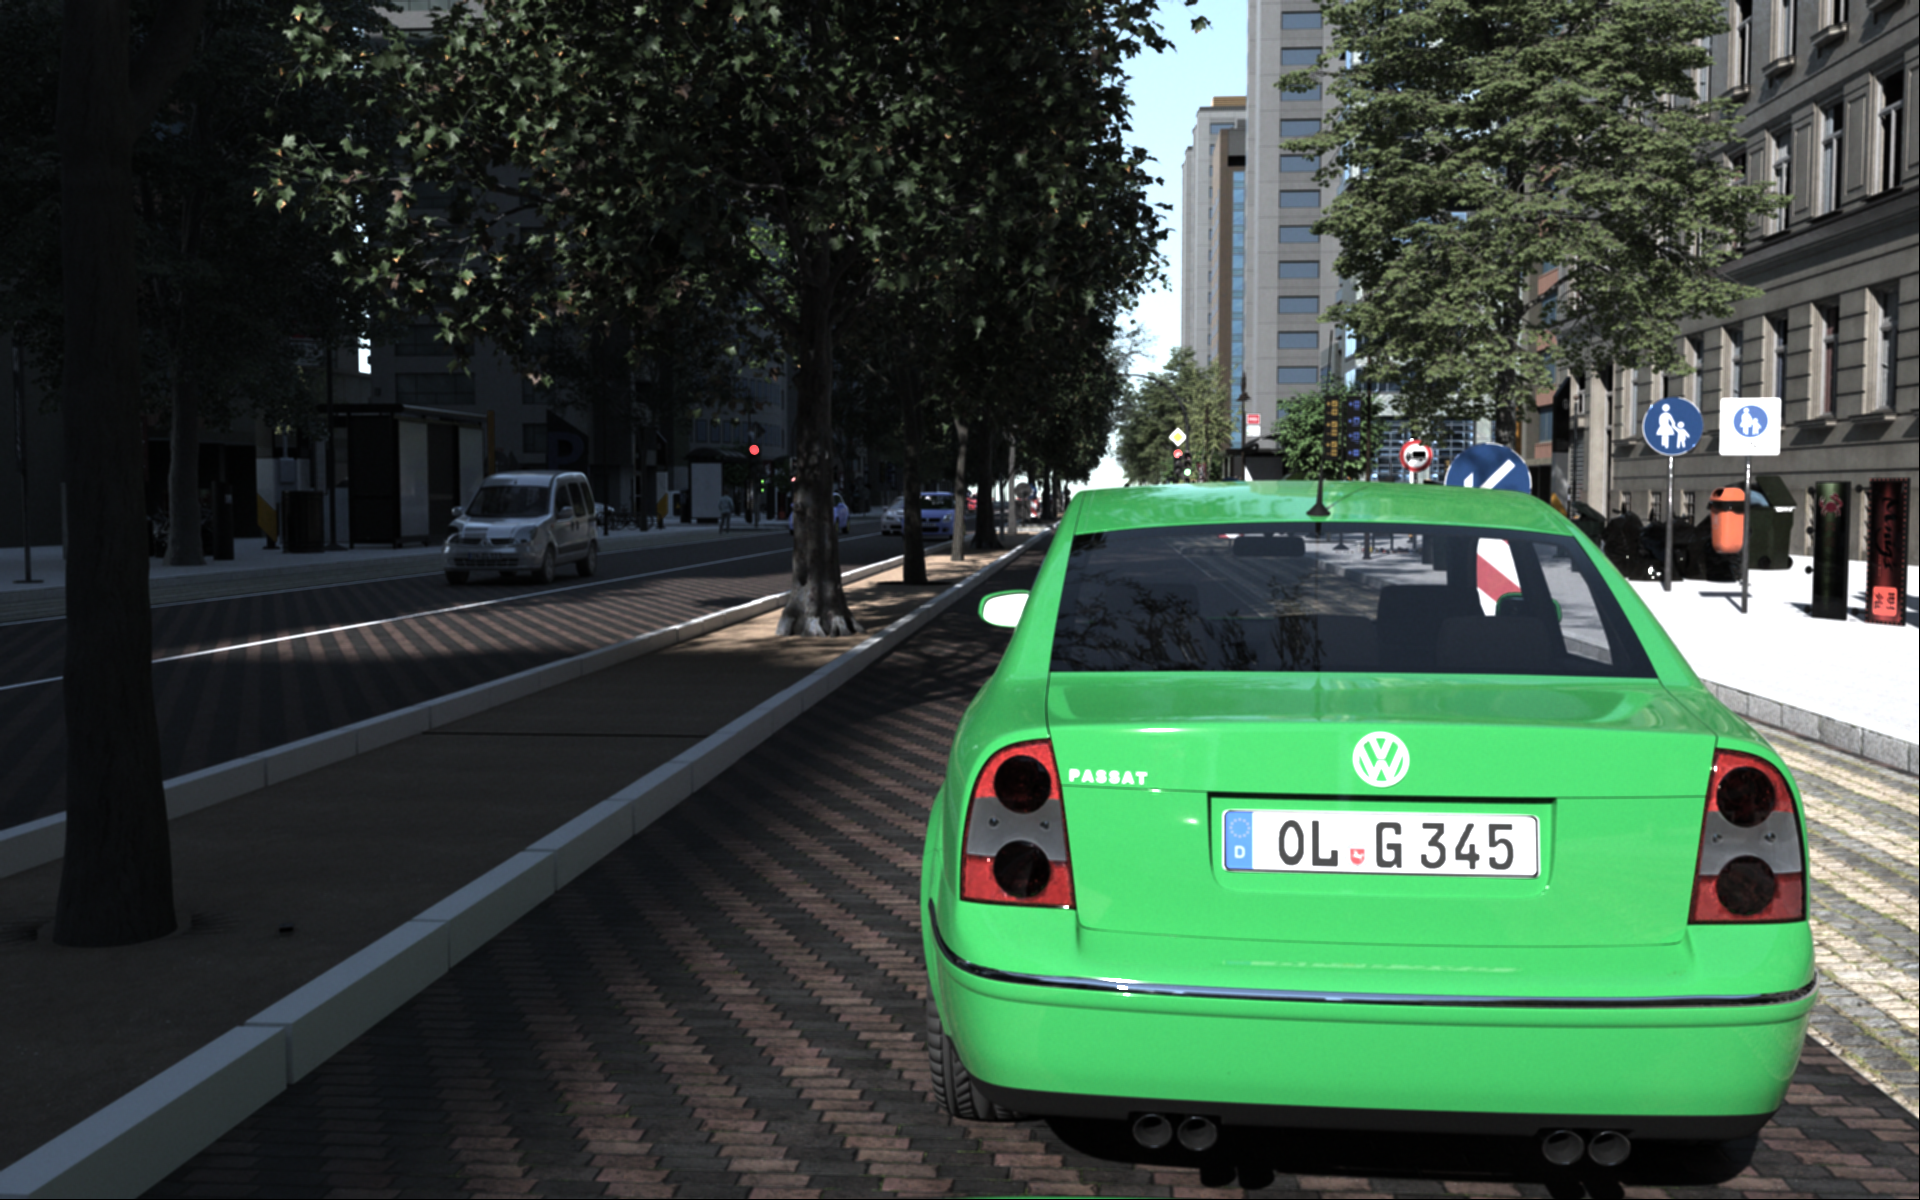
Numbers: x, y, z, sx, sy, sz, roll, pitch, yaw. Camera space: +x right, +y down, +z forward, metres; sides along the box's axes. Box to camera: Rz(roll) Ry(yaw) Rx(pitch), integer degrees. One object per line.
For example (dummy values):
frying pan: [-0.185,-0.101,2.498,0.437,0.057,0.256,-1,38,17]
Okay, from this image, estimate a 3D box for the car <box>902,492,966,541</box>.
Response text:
car: [-0.801,-2.723,54.118,1.945,1.707,3.694,0,4,6]

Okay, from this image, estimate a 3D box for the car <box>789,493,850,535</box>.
car: [-5.009,-3.192,61.781,1.945,1.707,3.694,0,4,6]

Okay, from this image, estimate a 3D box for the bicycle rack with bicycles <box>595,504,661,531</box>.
bicycle rack with bicycles: [-12.040,-2.966,61.880,2.925,0.926,2.852,-2,4,-29]

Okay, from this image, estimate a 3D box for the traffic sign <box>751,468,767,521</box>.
traffic sign: [-9.399,-4.948,81.006,0.768,2.556,0.104,1,4,10]

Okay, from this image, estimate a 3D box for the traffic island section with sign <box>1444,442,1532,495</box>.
traffic island section with sign: [4.027,-0.337,14.142,1.989,1.847,2.006,0,4,5]

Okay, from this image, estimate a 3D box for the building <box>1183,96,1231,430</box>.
building: [45.659,-44.080,262.707,21.231,58.520,28.212,0,4,5]

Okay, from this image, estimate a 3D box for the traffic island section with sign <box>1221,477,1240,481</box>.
traffic island section with sign: [6.244,-1.981,41.011,1.989,1.847,2.006,0,4,5]

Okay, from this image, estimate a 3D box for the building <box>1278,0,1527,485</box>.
building: [36.840,-49.894,128.431,22.319,86.520,31.000,0,4,5]

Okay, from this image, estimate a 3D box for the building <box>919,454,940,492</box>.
building: [-10.602,-29.232,249.642,14.160,30.474,14.107,0,4,5]

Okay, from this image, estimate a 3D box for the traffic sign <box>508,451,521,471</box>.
traffic sign: [-13.457,-3.179,51.980,0.884,2.594,0.081,1,4,10]

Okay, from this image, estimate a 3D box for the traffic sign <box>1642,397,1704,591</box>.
traffic sign: [9.343,-1.387,22.783,0.768,2.556,0.104,0,4,7]

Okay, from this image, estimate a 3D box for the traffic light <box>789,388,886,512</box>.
traffic light: [-5.106,-6.115,74.648,4.771,5.953,1.251,0,4,5]

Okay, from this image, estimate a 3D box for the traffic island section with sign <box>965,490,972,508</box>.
traffic island section with sign: [0.884,-10.083,173.491,1.989,1.847,2.006,0,4,5]

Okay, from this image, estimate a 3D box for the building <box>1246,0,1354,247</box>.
building: [37.210,-37.883,161.384,21.231,58.520,28.212,0,4,5]

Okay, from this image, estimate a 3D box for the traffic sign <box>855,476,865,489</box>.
traffic sign: [-7.127,-7.527,123.168,0.768,2.556,0.104,1,4,11]

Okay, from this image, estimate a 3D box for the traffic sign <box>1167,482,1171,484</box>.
traffic sign: [15.087,-7.532,123.251,0.768,2.556,0.104,1,4,14]

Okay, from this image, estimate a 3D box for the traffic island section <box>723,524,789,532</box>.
traffic island section: [-7.893,-2.733,66.964,2.009,0.180,2.903,0,4,5]

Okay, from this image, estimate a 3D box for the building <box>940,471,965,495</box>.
building: [-13.315,-27.356,292.315,27.650,21.520,28.899,0,4,5]

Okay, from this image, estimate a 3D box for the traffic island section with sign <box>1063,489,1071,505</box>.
traffic island section with sign: [9.158,-8.593,148.624,2.006,1.907,1.989,0,4,5]

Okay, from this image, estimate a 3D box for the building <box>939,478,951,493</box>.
building: [-11.972,-50.621,265.896,20.563,71.187,20.611,0,4,5]

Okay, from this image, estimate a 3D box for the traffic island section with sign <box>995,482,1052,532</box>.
traffic island section with sign: [2.379,-3.561,66.356,2.006,1.907,1.989,0,4,5]

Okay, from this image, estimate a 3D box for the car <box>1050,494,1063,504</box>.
car: [11.582,-12.347,210.919,2.155,1.783,4.494,0,4,3]

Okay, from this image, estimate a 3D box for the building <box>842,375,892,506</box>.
building: [-22.642,-20.507,180.331,27.650,21.520,28.899,0,4,5]

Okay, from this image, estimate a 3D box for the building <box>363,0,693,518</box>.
building: [-23.445,-19.851,96.271,14.160,30.474,14.107,0,4,5]

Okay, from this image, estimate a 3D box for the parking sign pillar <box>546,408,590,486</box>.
parking sign pillar: [-12.305,-4.029,54.347,1.447,3.967,1.447,0,4,-5]

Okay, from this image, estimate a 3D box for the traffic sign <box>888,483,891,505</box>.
traffic sign: [-5.164,-7.871,128.798,0.768,2.556,0.104,0,4,5]

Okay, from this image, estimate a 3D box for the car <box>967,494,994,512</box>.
car: [1.623,-7.775,136.154,2.155,1.783,4.494,0,4,4]

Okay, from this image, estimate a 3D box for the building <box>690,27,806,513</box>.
building: [-23.741,-35.636,124.643,21.231,58.520,28.212,0,4,5]

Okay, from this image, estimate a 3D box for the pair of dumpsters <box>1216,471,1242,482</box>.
pair of dumpsters: [11.859,-4.503,76.115,1.574,2.255,4.437,0,4,5]

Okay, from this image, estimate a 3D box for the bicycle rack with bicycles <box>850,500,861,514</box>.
bicycle rack with bicycles: [-7.223,-5.931,110.353,2.852,0.926,2.925,1,4,10]

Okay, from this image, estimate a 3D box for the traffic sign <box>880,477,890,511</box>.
traffic sign: [-5.501,-7.750,126.812,0.768,2.556,0.104,1,4,14]

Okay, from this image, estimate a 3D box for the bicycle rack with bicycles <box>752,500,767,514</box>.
bicycle rack with bicycles: [-12.102,-6.065,112.543,2.925,0.926,2.852,1,4,16]

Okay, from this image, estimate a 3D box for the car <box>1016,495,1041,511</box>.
car: [5.773,-8.357,145.672,2.155,1.783,4.494,0,4,3]

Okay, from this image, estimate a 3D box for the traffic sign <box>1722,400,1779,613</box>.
traffic sign: [8.445,-1.006,18.582,0.606,2.300,0.079,0,4,8]

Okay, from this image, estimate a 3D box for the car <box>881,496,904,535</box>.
car: [-1.659,-3.021,61.757,2.083,1.381,4.827,0,4,5]

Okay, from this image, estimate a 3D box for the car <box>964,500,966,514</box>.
car: [-0.639,-6.253,114.033,2.131,1.459,4.920,0,4,3]

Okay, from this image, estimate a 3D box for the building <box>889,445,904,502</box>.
building: [-13.983,-31.622,200.608,14.154,41.232,14.086,0,4,5]

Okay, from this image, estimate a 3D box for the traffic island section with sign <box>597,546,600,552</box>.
traffic island section with sign: [-9.918,-2.062,42.347,1.989,1.847,2.006,0,4,5]

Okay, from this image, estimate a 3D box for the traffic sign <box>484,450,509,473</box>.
traffic sign: [-13.543,-3.091,50.637,0.768,2.556,0.104,0,4,8]

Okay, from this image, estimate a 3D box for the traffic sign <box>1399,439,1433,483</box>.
traffic sign: [10.589,-2.457,40.273,0.768,2.556,0.104,1,4,14]

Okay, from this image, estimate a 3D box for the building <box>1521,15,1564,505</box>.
building: [42.959,-26.561,88.897,28.867,44.769,22.147,0,4,5]

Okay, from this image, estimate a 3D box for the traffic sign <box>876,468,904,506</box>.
traffic sign: [-5.355,-8.571,134.009,2.265,3.308,0.079,1,4,10]

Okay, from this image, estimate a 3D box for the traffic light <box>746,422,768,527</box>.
traffic light: [-7.854,-4.765,66.826,0.839,4.253,0.868,0,4,5]

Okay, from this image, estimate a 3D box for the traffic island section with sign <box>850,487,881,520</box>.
traffic island section with sign: [-5.387,-5.430,97.411,1.989,1.847,2.006,0,4,5]

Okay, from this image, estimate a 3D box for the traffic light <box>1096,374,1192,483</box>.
traffic light: [6.461,-5.557,65.526,4.771,5.953,1.251,0,4,5]

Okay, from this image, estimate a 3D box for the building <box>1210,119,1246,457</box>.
building: [37.451,-34.077,207.271,14.600,45.320,14.200,0,4,5]

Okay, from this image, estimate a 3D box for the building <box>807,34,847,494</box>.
building: [-18.287,-31.043,157.665,14.600,45.320,14.200,0,4,5]

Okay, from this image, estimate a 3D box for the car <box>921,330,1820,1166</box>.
car: [0.970,0.216,5.259,1.959,1.807,4.718,0,4,6]

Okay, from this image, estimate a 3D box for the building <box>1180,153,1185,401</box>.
building: [47.624,-45.798,290.801,21.231,58.520,28.212,0,4,5]
